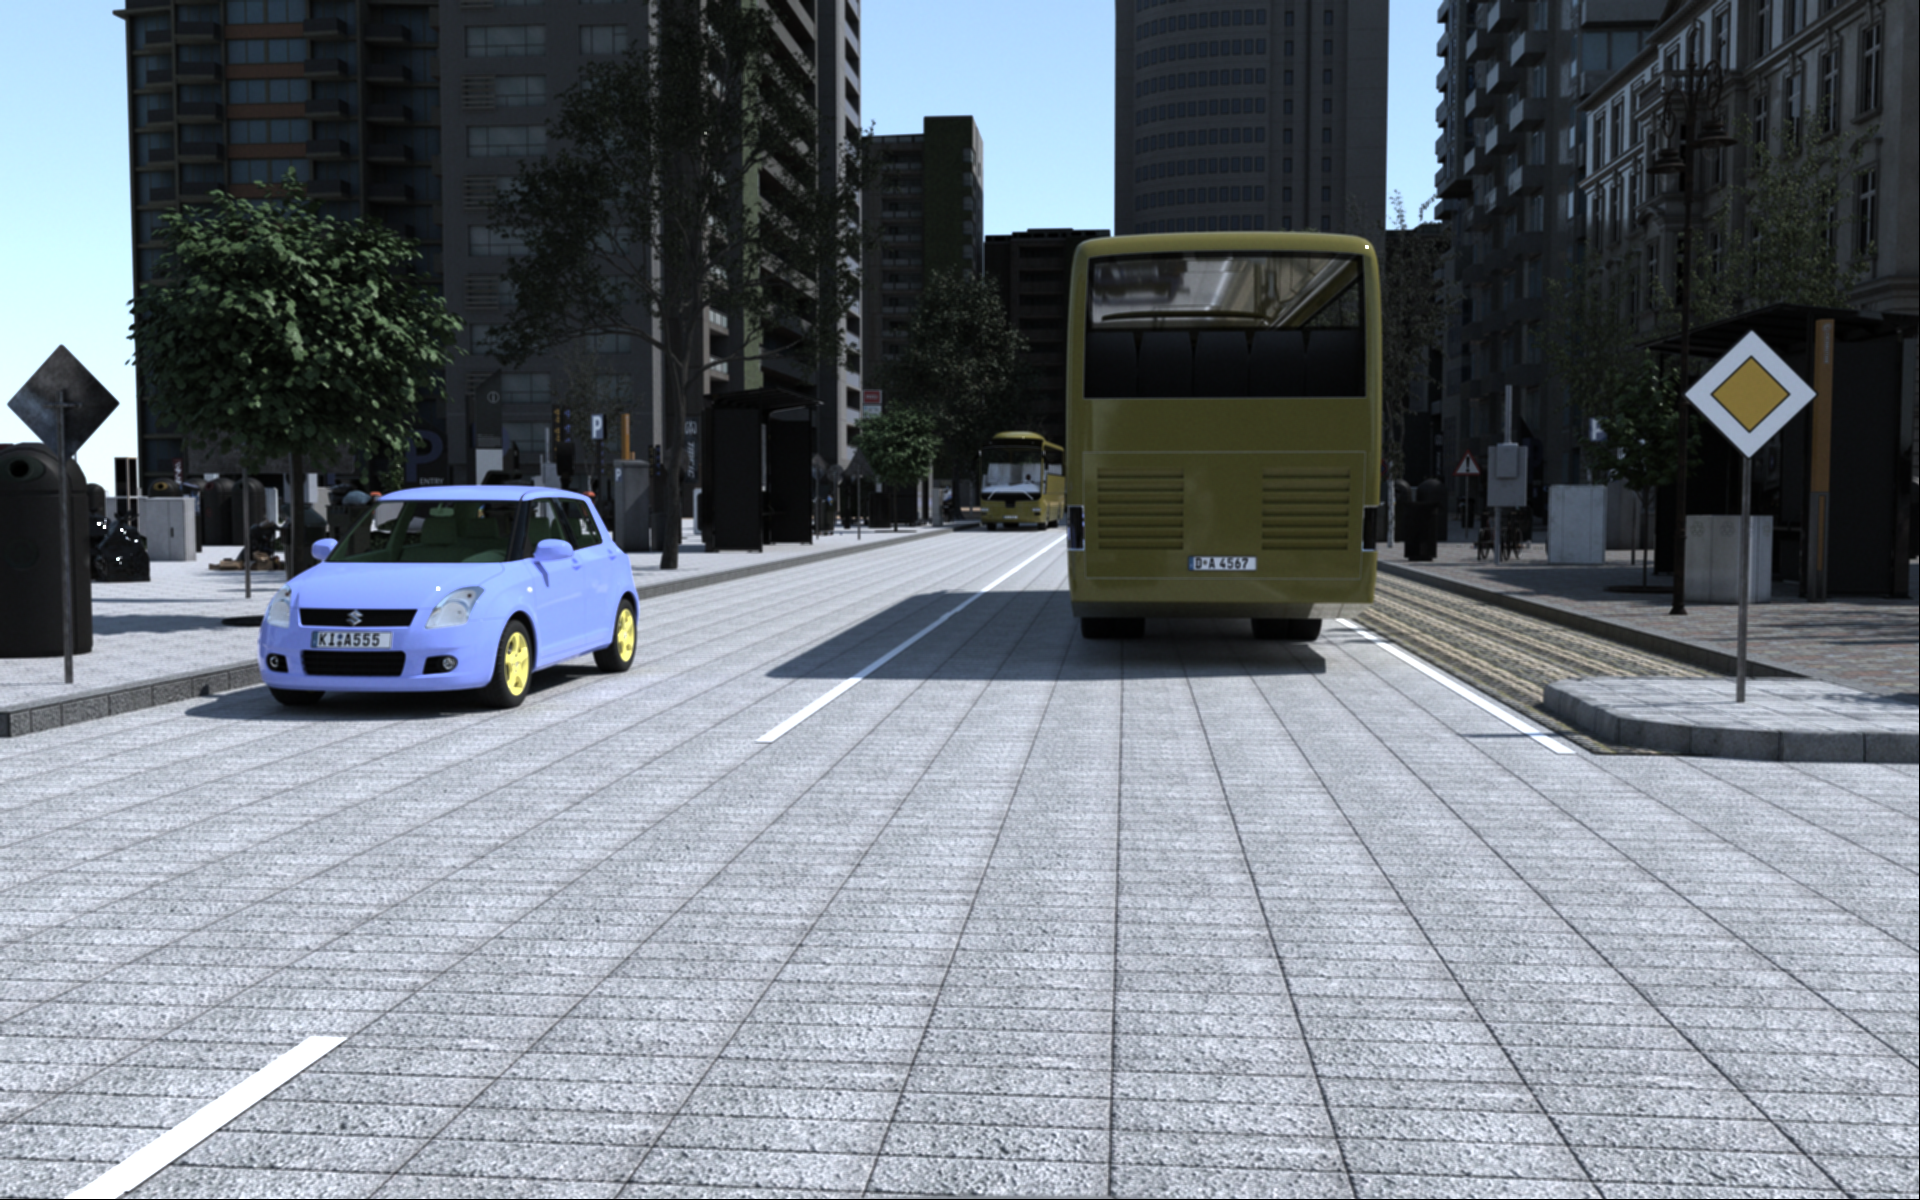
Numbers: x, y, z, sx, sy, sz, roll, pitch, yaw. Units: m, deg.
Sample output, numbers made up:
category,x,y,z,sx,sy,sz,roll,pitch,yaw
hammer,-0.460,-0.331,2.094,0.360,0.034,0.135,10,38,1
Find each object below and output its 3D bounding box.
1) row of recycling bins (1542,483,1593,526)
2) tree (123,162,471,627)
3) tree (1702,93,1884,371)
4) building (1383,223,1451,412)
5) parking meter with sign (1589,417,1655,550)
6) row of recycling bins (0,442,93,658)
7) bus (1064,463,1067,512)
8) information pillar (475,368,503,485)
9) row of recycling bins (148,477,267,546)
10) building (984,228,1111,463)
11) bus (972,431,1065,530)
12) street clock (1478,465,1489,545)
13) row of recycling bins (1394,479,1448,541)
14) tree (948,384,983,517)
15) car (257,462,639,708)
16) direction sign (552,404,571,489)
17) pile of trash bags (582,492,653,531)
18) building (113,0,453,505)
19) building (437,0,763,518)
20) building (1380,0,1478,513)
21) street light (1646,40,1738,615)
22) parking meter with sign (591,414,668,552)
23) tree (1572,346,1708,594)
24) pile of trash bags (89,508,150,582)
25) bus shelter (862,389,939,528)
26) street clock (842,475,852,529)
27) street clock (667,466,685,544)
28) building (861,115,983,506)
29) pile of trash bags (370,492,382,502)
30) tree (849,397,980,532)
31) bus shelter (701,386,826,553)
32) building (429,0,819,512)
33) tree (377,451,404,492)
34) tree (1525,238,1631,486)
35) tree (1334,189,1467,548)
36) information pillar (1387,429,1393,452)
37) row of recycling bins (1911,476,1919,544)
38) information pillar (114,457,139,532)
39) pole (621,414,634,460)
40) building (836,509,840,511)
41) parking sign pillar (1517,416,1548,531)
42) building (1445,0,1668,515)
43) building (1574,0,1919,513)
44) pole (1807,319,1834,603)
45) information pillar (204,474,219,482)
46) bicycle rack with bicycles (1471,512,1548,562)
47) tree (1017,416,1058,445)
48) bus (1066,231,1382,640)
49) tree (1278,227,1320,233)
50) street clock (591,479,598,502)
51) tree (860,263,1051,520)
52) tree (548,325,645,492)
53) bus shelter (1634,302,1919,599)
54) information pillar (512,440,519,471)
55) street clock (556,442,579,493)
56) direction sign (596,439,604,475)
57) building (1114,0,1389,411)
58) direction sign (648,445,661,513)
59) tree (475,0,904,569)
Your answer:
category,x,y,z,sx,sy,sz,roll,pitch,yaw
row of recycling bins,22.174,-3.522,64.694,3.534,1.692,1.069,0,4,-8
tree,-6.625,-2.050,17.239,4.285,4.588,4.351,0,3,0
tree,15.257,-5.035,32.687,4.737,8.622,4.395,0,3,0
building,51.947,-25.434,187.547,14.107,30.474,14.160,0,4,5
parking meter with sign,15.238,-2.655,39.675,1.738,3.016,0.543,-2,4,-26
row of recycling bins,-8.760,-0.427,14.088,3.534,1.692,1.069,0,4,7
bus,9.191,-8.947,137.828,2.896,3.916,12.252,0,4,5
information pillar,-8.686,-2.487,32.021,0.504,3.616,0.183,-1,4,-21
row of recycling bins,-18.982,-2.237,43.695,3.534,1.692,1.069,1,4,21
building,9.785,-25.658,191.216,14.107,30.474,14.160,0,4,5
bus,2.670,-4.890,71.504,2.896,3.916,12.252,0,4,7
street clock,13.074,-2.359,43.139,0.358,2.002,0.471,1,4,11
row of recycling bins,11.636,-2.489,47.809,3.534,1.692,1.069,1,4,13
tree,0.874,-9.057,98.442,4.360,8.622,3.978,0,3,0
car,-3.657,-0.195,12.782,1.945,1.707,3.694,0,4,7
direction sign,-10.118,-3.185,44.073,0.379,3.537,0.876,1,4,16
pile of trash bags,-13.022,-3.384,65.080,3.447,1.369,1.912,3,4,36
building,-51.156,-29.818,142.146,28.867,44.769,22.147,0,4,5
building,-19.237,-25.175,95.201,14.154,41.232,14.086,0,4,5
building,43.874,-49.831,127.406,22.319,86.520,31.000,0,4,5
street light,7.656,-2.783,18.284,0.468,5.910,1.993,0,4,5
parking meter with sign,-7.259,-2.579,38.433,1.738,3.016,0.543,-3,5,-41
tree,8.890,-1.721,22.741,1.663,3.219,1.824,0,3,0
pile of trash bags,-13.667,-0.932,24.990,3.447,1.369,1.912,-3,4,-38
bus shelter,-2.406,-5.592,69.059,2.179,5.291,8.768,0,4,6
street clock,-4.157,-3.618,63.719,0.358,2.002,0.471,-1,4,-16
street clock,-7.236,-2.421,44.147,0.358,2.002,0.471,-3,5,-43
building,-4.818,-31.035,191.019,14.086,41.232,14.154,0,4,5
pile of trash bags,-23.201,-3.875,73.115,3.447,1.369,1.912,-2,4,-24
tree,-2.114,-4.583,58.647,4.285,4.588,4.351,0,3,0
bus shelter,-4.549,-3.040,40.988,1.731,3.624,6.357,0,4,6
building,-21.684,-29.954,113.448,21.300,48.544,21.600,0,4,5
tree,-25.045,-5.021,76.692,1.663,3.219,1.824,0,3,0
tree,18.747,-6.141,50.762,4.737,8.622,4.395,0,3,0
tree,10.080,-5.554,41.169,4.360,8.622,3.978,0,3,0
information pillar,15.071,-4.246,60.777,0.183,3.616,0.504,0,3,0
row of recycling bins,21.954,-2.062,40.822,3.534,1.692,1.069,3,4,38
information pillar,-16.608,-1.837,34.533,0.304,2.012,0.304,1,4,10
pole,-8.502,-3.073,44.079,0.158,3.312,0.155,0,3,0
building,-22.501,-36.549,139.568,28.212,58.520,21.231,0,4,5
parking sign pillar,19.852,-4.395,60.333,1.447,3.967,1.447,3,5,43
building,41.465,-29.258,97.969,23.786,49.044,30.456,0,4,5
building,33.070,-15.032,64.863,14.460,24.649,34.723,0,4,5
pole,10.106,-1.620,20.335,0.158,3.312,0.155,0,3,0
information pillar,-25.808,-4.179,59.686,0.504,3.616,0.183,-1,4,-19
bicycle rack with bicycles,11.048,-1.234,33.560,2.852,0.926,2.925,3,4,37
tree,6.683,-12.456,154.025,4.360,8.622,3.978,0,3,0
bus,2.614,-1.737,19.954,2.896,3.916,12.252,0,4,5
tree,14.112,-9.520,73.783,7.486,12.596,7.792,0,3,0
street clock,-17.191,-4.706,81.507,0.471,2.002,0.358,-1,4,-16
tree,-0.143,-10.348,86.193,9.611,12.733,9.660,0,3,0
tree,-15.936,-7.618,74.913,4.360,8.622,3.978,0,3,0
bus shelter,11.192,-2.018,24.280,1.731,3.624,6.357,0,4,6
information pillar,-19.425,-5.163,75.775,0.183,3.616,0.504,1,4,10
street clock,-5.465,-1.192,24.055,0.358,2.002,0.471,-1,4,-9
direction sign,-14.819,-4.854,71.353,0.379,3.537,0.876,0,4,5
building,31.080,-39.679,190.743,28.212,58.520,21.231,0,4,5
direction sign,-14.090,-5.380,79.966,0.876,3.537,0.379,3,5,43
tree,-4.654,-5.798,29.218,7.601,10.594,8.767,1,4,14
